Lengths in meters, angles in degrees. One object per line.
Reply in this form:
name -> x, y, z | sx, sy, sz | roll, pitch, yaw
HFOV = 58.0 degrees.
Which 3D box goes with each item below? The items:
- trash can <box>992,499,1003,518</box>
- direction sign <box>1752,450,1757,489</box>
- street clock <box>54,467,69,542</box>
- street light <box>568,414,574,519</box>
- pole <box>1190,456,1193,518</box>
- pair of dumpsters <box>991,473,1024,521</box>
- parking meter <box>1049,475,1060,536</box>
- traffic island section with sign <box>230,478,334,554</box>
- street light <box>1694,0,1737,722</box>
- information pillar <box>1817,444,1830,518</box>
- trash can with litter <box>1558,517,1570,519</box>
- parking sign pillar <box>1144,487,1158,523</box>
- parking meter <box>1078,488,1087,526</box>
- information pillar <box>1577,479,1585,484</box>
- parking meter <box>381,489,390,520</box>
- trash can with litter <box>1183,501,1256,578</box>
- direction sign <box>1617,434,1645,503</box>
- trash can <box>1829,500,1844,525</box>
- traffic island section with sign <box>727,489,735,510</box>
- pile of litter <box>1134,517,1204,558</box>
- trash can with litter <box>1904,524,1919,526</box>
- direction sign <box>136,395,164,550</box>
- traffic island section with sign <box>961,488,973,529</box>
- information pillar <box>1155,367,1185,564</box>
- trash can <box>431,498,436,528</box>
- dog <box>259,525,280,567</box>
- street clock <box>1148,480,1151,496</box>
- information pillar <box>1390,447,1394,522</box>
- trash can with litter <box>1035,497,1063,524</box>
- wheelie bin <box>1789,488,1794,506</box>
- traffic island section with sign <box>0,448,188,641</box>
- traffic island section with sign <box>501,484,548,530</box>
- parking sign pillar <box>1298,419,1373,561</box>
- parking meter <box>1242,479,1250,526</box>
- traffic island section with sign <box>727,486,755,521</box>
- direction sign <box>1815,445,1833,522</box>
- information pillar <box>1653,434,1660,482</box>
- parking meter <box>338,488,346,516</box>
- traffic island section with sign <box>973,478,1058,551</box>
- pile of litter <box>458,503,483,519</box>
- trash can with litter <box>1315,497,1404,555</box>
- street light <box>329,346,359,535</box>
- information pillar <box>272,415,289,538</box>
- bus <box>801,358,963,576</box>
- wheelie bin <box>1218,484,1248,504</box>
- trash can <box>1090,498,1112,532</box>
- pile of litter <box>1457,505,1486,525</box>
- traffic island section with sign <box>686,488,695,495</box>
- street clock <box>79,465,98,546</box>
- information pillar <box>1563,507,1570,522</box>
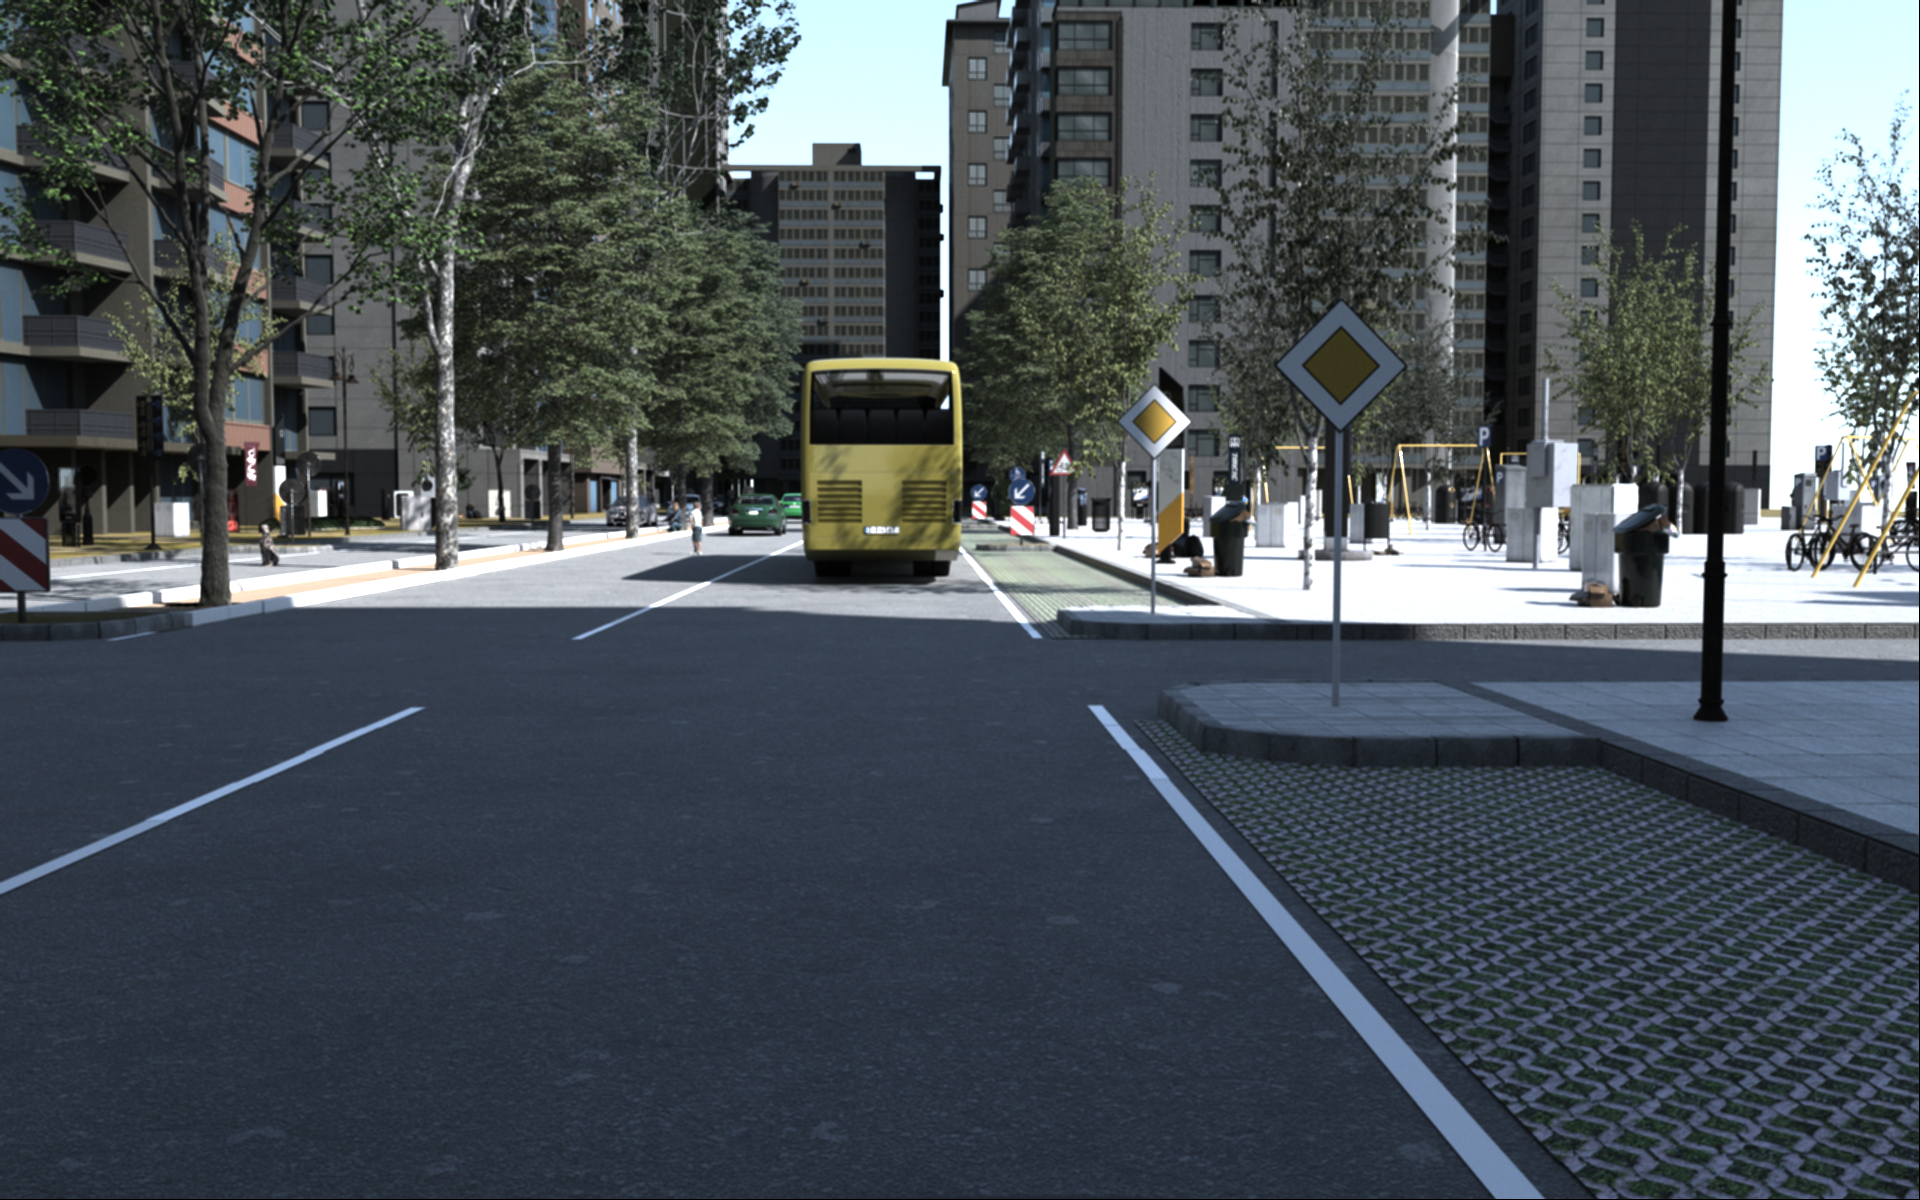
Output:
trash can -> 1.973, -4.863, 91.169 | 0.748, 1.137, 0.748 | 0, 3, 0
direction sign -> 41.301, -5.999, 90.082 | 0.379, 3.537, 0.876 | 1, 4, 14
street clock -> -23.865, -2.548, 46.224 | 0.471, 2.002, 0.358 | -1, 4, -11
street light -> -20.269, -7.190, 90.336 | 0.468, 5.910, 1.993 | 0, 4, -2
pole -> 12.240, -5.979, 91.597 | 0.158, 3.312, 0.155 | 0, 3, 0
pair of dumpsters -> 2.389, -4.998, 84.209 | 1.574, 2.255, 4.437 | 0, 4, -1
parking meter -> 2.902, -2.900, 53.122 | 0.255, 1.863, 0.399 | -1, 4, -9
traffic island section with sign -> -16.573, -2.076, 42.572 | 1.989, 1.847, 2.006 | 0, 4, -2
street light -> 4.270, -2.256, 9.672 | 0.468, 5.910, 1.993 | 0, 4, -2
information pillar -> 40.474, -5.494, 81.182 | 0.183, 3.616, 0.504 | -3, 4, -36
trash can with litter -> 31.404, -4.807, 89.649 | 2.233, 1.210, 1.678 | 0, 4, -5
parking sign pillar -> 8.845, -5.383, 76.491 | 1.447, 3.967, 1.447 | 0, 4, -5
parking meter -> 4.935, -3.761, 69.911 | 0.372, 1.533, 0.369 | 0, 3, 0
information pillar -> 29.880, -4.827, 83.418 | 0.304, 2.012, 0.304 | 2, 4, 33
parking meter -> -28.789, -4.792, 86.767 | 0.372, 1.533, 0.369 | 0, 3, 0
trash can with litter -> 4.020, -0.947, 26.868 | 1.055, 1.170, 0.624 | -2, 4, -33
direction sign -> 25.217, -4.484, 65.304 | 0.876, 3.537, 0.379 | 2, 4, 35
trash can -> 35.988, -3.632, 71.041 | 0.748, 1.137, 0.748 | 0, 3, 0
traffic island section with sign -> -19.393, -8.448, 146.750 | 1.989, 1.847, 2.006 | 0, 4, -2
pile of litter -> 4.243, -1.298, 35.180 | 1.719, 0.858, 1.176 | -2, 4, -25
trash can with litter -> 39.466, -3.640, 70.567 | 1.678, 1.210, 2.233 | 3, 4, 36
direction sign -> -18.645, -2.932, 39.928 | 0.876, 3.537, 0.379 | 2, 4, 28
traffic island section with sign -> 0.655, -3.880, 72.073 | 1.989, 1.847, 2.006 | 0, 4, -2
information pillar -> 3.866, -2.474, 31.806 | 0.504, 3.616, 0.183 | 2, 4, 29
trash can -> -20.285, -3.325, 66.020 | 0.748, 1.137, 0.748 | 0, 3, 0
dog -> -13.848, -1.080, 34.500 | 0.513, 0.831, 0.800 | 0, 4, 0
street clock -> 9.420, -4.892, 84.556 | 0.471, 2.002, 0.358 | 1, 4, 11
information pillar -> 20.139, -5.465, 80.704 | 0.183, 3.616, 0.504 | 1, 4, 11
trash can with litter -> 3.699, -3.950, 75.643 | 2.233, 1.210, 1.678 | -2, 4, -32
wheelie bin -> 45.102, -5.215, 93.173 | 0.980, 1.594, 0.693 | 3, 5, 43
traffic island section with sign -> -9.370, -0.592, 17.810 | 2.006, 1.907, 1.989 | 0, 4, -2
traffic island section with sign -> -17.315, -3.750, 69.938 | 1.989, 1.847, 2.006 | 0, 4, -2
parking sign pillar -> 7.350, -2.773, 33.807 | 1.447, 3.967, 1.447 | 1, 4, 10
parking meter -> 11.415, -3.880, 69.150 | 0.255, 1.863, 0.399 | -1, 4, -9
traffic island section with sign -> -11.413, -5.186, 92.921 | 2.006, 1.907, 1.989 | 0, 4, -2
direction sign -> 39.921, -5.390, 80.125 | 0.379, 3.537, 0.876 | -2, 4, -26
information pillar -> 26.856, -4.617, 66.845 | 0.183, 3.616, 0.504 | 0, 4, 6
parking meter -> -24.865, -3.754, 69.792 | 0.372, 1.533, 0.369 | 0, 3, 0
traffic island section with sign -> 1.415, -2.164, 44.003 | 1.989, 1.847, 2.006 | 0, 4, -2
pile of litter -> -25.278, -4.577, 88.807 | 1.719, 0.858, 1.176 | -2, 4, -30
trash can with litter -> 8.407, -1.566, 36.657 | 2.233, 1.210, 1.678 | 0, 4, 2
street light -> -19.222, -4.978, 54.179 | 0.468, 5.910, 1.993 | 0, 4, -2
information pillar -> -20.056, -3.652, 51.072 | 0.183, 3.616, 0.504 | 1, 4, 13
bus -> -1.478, -2.537, 33.029 | 2.896, 3.916, 12.252 | 0, 4, -2
wheelie bin -> 8.712, -2.896, 55.252 | 0.980, 1.594, 0.693 | 1, 4, 17
trash can -> 4.796, -2.887, 58.863 | 0.748, 1.137, 0.748 | 0, 3, 0
pile of litter -> 21.287, -3.563, 72.219 | 1.719, 0.858, 1.176 | -2, 4, -35
traffic island section with sign -> -18.660, -6.800, 119.804 | 1.989, 1.847, 2.006 | 0, 4, -2
street clock -> -21.765, -2.362, 43.184 | 0.358, 2.002, 0.471 | 3, 5, 42
information pillar -> 28.304, -5.455, 80.539 | 0.183, 3.616, 0.504 | -2, 4, -32
